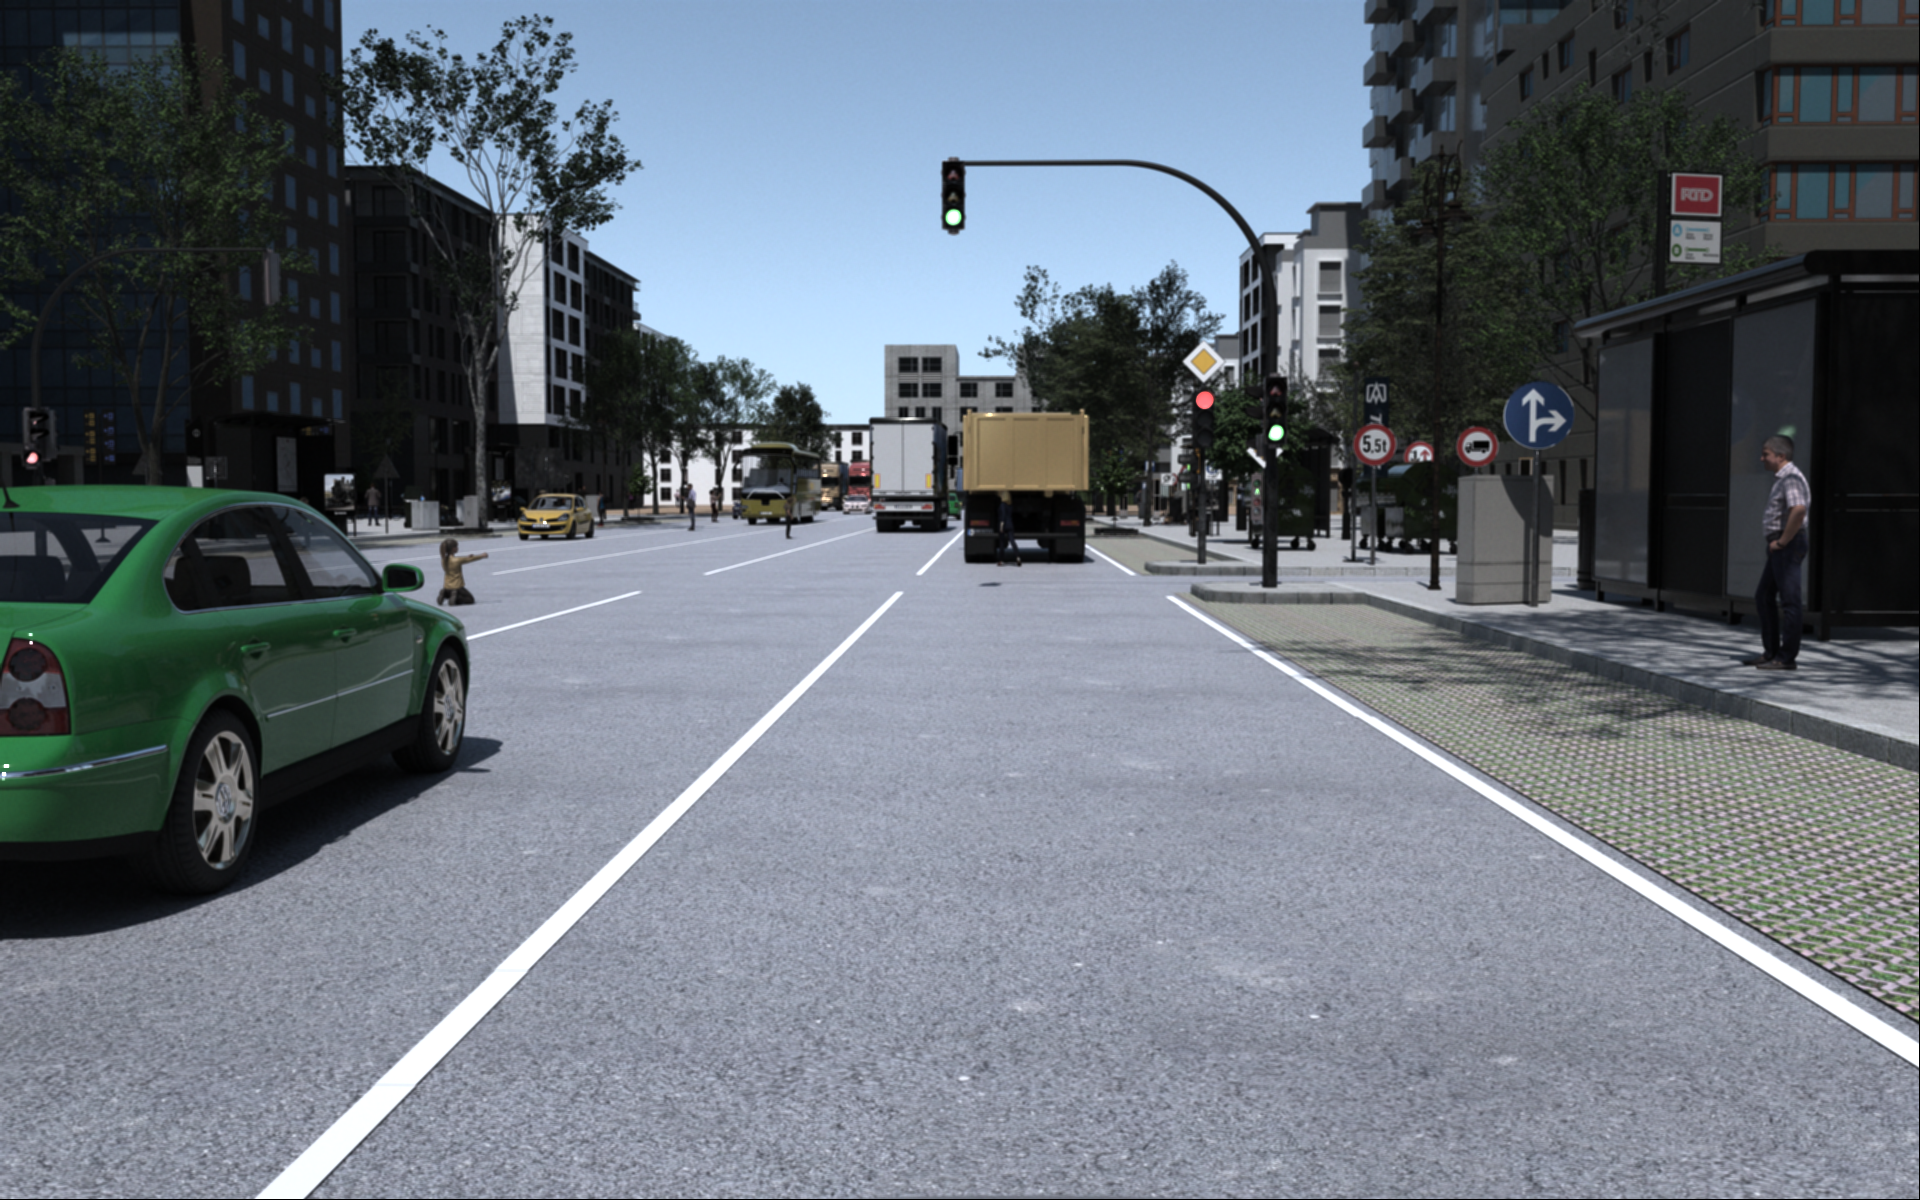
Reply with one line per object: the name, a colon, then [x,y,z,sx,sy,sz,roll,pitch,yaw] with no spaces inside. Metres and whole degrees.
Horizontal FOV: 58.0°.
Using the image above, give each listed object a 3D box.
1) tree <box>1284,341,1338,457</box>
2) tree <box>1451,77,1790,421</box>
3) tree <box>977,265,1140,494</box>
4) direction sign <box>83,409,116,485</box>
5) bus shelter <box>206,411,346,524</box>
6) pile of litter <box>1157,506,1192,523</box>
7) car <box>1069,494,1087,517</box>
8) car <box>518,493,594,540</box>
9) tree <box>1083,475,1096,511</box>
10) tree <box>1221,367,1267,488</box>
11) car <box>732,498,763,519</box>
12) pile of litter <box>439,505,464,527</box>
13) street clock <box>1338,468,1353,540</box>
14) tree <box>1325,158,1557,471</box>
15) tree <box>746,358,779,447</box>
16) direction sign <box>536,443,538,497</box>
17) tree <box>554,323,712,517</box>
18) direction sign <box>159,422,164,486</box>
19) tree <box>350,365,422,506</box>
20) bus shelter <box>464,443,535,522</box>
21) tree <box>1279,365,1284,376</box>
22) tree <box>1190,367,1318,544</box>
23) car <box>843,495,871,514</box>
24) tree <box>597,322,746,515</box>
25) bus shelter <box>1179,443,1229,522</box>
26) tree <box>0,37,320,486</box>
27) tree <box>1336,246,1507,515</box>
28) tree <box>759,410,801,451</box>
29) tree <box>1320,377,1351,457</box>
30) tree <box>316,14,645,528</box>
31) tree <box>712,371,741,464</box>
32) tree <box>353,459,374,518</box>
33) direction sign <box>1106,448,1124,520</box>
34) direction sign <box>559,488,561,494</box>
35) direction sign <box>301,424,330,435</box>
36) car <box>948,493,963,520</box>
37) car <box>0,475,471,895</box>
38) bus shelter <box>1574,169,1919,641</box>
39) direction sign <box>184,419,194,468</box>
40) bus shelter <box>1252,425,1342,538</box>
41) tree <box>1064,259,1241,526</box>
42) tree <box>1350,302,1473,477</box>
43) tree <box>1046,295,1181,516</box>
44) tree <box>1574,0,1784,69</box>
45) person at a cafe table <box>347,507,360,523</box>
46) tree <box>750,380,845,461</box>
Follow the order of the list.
tree: [18.098,-7.999,81.150,4.360,8.622,3.978,0,3,0]
tree: [16.008,-7.133,42.381,9.928,11.665,9.643,0,3,0]
tree: [8.307,-17.632,144.176,12.611,20.169,13.585,0,3,0]
direction sign: [-22.804,-3.302,45.978,0.876,3.537,0.379,0,4,7]
bus shelter: [-20.361,-3.708,51.911,1.731,3.624,6.357,0,4,1]
pile of litter: [9.637,-3.897,77.680,1.719,0.858,1.176,0,3,0]
car: [5.579,-4.878,89.544,2.009,1.686,4.222,0,4,1]
car: [-12.887,-2.756,55.284,2.015,1.641,3.980,0,4,1]
tree: [9.654,-8.184,128.413,1.663,3.219,1.824,0,3,0]
tree: [16.466,-9.220,101.111,4.737,8.622,4.395,0,3,0]
car: [-12.095,-5.375,100.464,1.945,1.354,3.894,0,4,3]
pile of litter: [-20.399,-3.327,68.356,1.719,0.858,1.176,0,3,0]
street clock: [10.826,-2.685,48.473,0.471,2.002,0.358,-1,4,-21]
tree: [16.535,-8.647,59.508,7.486,12.596,7.792,0,3,0]
tree: [-17.536,-12.331,127.373,9.928,11.665,9.643,0,3,0]
direction sign: [-18.836,-5.210,77.179,0.379,3.537,0.876,-1,4,-12]
tree: [-18.826,-9.858,95.595,7.601,10.594,8.767,-2,4,-25]
direction sign: [-22.738,-3.507,49.340,0.379,3.537,0.876,-1,4,-19]
tree: [-32.506,-9.025,97.917,4.737,8.622,4.395,0,3,0]
bus shelter: [-22.008,-5.611,83.028,1.731,3.624,6.357,0,4,1]
tree: [17.934,-8.554,90.216,4.360,8.622,3.978,0,3,0]
tree: [7.666,-3.756,45.120,4.285,4.588,4.351,0,3,0]
car: [-7.428,-6.913,125.393,2.083,1.381,4.827,0,4,1]
tree: [-18.726,-11.000,105.600,9.928,11.665,9.643,0,3,0]
bus shelter: [11.627,-5.581,82.527,1.731,3.624,6.357,0,4,1]
tree: [-19.031,-7.013,40.425,9.928,11.665,9.643,0,3,0]
tree: [14.112,-6.128,50.554,4.360,8.622,3.978,0,3,0]
tree: [-16.263,-12.410,153.260,4.737,8.622,4.395,0,3,0]
tree: [17.335,-7.403,71.401,4.737,8.622,4.395,0,3,0]
tree: [-17.035,-12.889,66.623,12.611,20.169,13.585,0,3,0]
tree: [-18.435,-10.987,114.049,8.767,10.594,7.601,0,4,1]
tree: [-32.486,-6.117,94.612,1.663,3.219,1.824,0,3,0]
direction sign: [7.589,-5.681,84.889,0.876,3.537,0.379,1,4,21]
direction sign: [-19.681,-5.702,85.231,0.379,3.537,0.876,-2,4,-33]
direction sign: [-20.686,-3.893,55.648,0.876,3.537,0.379,-2,4,-30]
car: [-0.823,-5.380,96.755,1.959,1.807,4.718,0,4,0]
car: [-3.517,0.076,7.560,1.959,1.807,4.718,0,4,0]
bus shelter: [8.398,-2.541,19.180,2.179,5.291,8.768,0,4,1]
direction sign: [-23.411,-3.721,52.837,0.379,3.537,0.876,0,4,-1]
bus shelter: [10.046,-3.595,52.710,2.014,3.302,5.546,0,4,1]
tree: [7.734,-8.190,68.320,7.601,10.594,8.767,-1,4,-8]
tree: [17.585,-7.086,66.214,4.737,8.622,4.395,0,3,0]
tree: [8.746,-11.036,98.568,7.486,12.596,7.792,0,3,0]
tree: [6.554,-6.020,8.803,12.009,13.543,11.850,0,3,0]
person at a cafe table: [-27.955,-4.197,77.129,1.698,1.524,1.622,2,4,28]
tree: [-16.421,-15.749,174.505,9.611,12.733,9.660,0,3,0]
